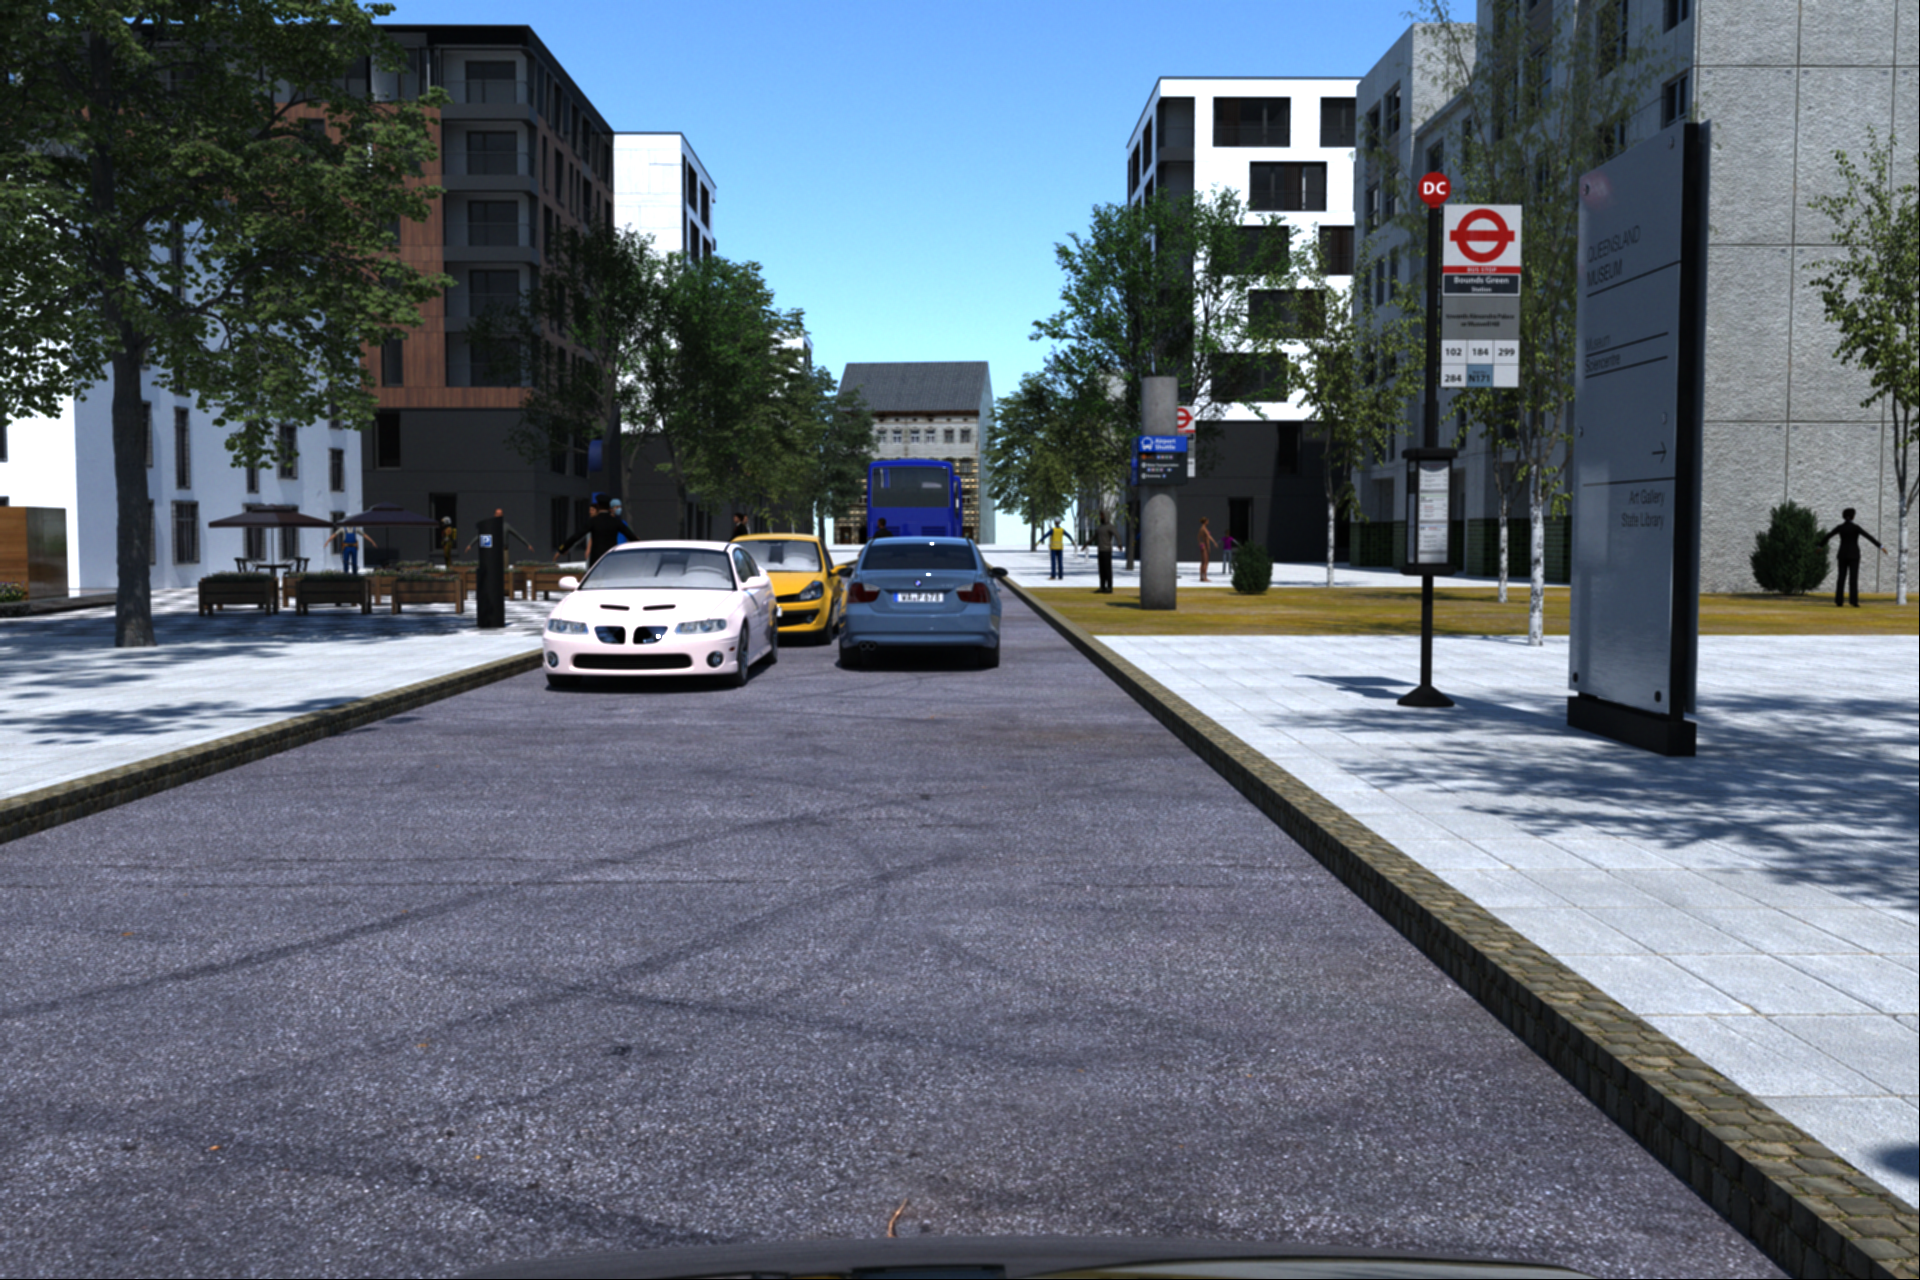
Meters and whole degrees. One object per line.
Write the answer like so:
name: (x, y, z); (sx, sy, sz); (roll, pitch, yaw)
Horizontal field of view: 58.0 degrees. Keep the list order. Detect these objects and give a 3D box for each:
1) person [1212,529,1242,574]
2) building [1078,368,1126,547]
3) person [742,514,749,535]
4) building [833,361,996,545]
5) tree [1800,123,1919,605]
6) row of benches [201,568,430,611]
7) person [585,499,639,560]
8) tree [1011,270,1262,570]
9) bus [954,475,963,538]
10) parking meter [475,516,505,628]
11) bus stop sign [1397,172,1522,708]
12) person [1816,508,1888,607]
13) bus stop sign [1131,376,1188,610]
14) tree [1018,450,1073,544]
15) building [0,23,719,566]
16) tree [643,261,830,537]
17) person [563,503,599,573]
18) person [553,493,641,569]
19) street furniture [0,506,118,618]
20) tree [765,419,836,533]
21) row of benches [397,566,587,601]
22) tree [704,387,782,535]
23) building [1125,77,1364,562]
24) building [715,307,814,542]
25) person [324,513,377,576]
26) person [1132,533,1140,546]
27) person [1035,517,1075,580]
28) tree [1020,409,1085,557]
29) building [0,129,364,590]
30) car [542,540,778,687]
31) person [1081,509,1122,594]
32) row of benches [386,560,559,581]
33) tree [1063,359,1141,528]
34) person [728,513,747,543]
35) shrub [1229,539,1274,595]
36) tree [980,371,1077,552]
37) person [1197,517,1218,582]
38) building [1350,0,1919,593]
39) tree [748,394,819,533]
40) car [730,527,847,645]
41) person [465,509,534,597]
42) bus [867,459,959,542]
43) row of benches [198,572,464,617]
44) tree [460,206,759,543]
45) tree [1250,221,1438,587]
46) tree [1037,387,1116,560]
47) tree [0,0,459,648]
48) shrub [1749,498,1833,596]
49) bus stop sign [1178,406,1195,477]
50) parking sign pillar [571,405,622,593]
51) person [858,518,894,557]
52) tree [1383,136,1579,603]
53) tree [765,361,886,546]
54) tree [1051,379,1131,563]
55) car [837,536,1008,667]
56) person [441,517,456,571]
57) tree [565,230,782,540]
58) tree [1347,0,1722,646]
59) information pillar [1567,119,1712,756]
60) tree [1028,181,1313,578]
person: (8.590, -2.834, 55.603); (0.991, 1.433, 0.599); (1, 4, 14)
building: (22.672, -19.987, 193.238); (16.747, 18.905, 31.486); (0, 4, 0)
person: (-5.772, -2.464, 46.422); (0.704, 1.812, 1.346); (0, 4, 3)
building: (-5.429, -23.628, 219.703); (18.063, 23.208, 19.493); (0, 4, 7)
tree: (17.184, -4.930, 30.961); (4.737, 8.622, 4.395); (0, 3, 0)
row of benches: (-11.297, -0.910, 30.346); (1.422, 0.672, 4.104); (3, 5, 42)
person: (-5.256, -1.247, 26.517); (0.704, 1.817, 1.347); (3, 4, 37)
tree: (6.005, -7.720, 60.640); (8.767, 10.594, 7.601); (0, 4, -3)
bus: (-1.297, -4.681, 68.082); (2.896, 3.916, 12.251); (0, 4, -1)
parking meter: (-6.448, -0.939, 23.764); (0.372, 1.533, 0.369); (0, 3, 0)
bus stop sign: (3.715, -1.479, 12.881); (0.855, 3.939, 0.416); (0, 3, 0)
person: (15.670, -1.453, 30.481); (0.721, 1.740, 1.216); (-3, 5, -39)
bus stop sign: (3.362, -2.463, 29.285); (0.837, 3.901, 0.837); (0, 4, -2)
tree: (10.826, -18.350, 218.144); (7.486, 12.596, 7.792); (0, 3, 0)
building: (-28.047, -14.807, 86.069); (27.936, 21.610, 32.646); (0, 4, -1)
tree: (-9.276, -9.395, 71.732); (7.486, 12.596, 7.792); (0, 3, 0)
person: (-6.215, -1.426, 29.499); (1.347, 1.806, 0.705); (2, 4, 33)
person: (-4.876, -1.087, 23.706); (1.347, 1.837, 0.705); (-2, 4, -24)
street furniture: (-19.149, -1.320, 28.444); (9.812, 1.723, 11.010); (-1, 4, -10)
tree: (-10.222, -9.436, 104.646); (4.360, 8.622, 3.978); (0, 3, 0)
row of benches: (-8.980, -1.117, 33.722); (4.104, 0.672, 1.422); (1, 4, 12)
tree: (-9.942, -7.977, 80.781); (4.737, 8.622, 4.395); (0, 3, 0)
building: (22.699, -15.303, 94.179); (27.936, 21.610, 32.646); (0, 4, -1)
building: (-29.547, -20.007, 171.094); (27.936, 21.610, 32.646); (0, 4, -1)
person: (-16.179, -2.452, 45.952); (1.347, 1.847, 0.705); (-2, 4, -27)
person: (5.821, -2.845, 52.486); (1.349, 1.833, 0.705); (-1, 4, -18)
person: (2.693, -2.585, 48.723); (1.216, 1.772, 0.721); (-1, 4, -20)
tree: (5.254, -9.052, 98.360); (4.737, 8.622, 4.395); (0, 3, 0)
building: (-22.872, -6.603, 50.102); (9.099, 9.664, 28.070); (0, 4, 0)
car: (-2.947, -0.330, 17.763); (2.083, 1.381, 4.827); (0, 4, 0)
person: (3.114, -1.915, 37.440); (0.705, 1.813, 1.348); (-2, 4, -34)
row of benches: (-11.618, -1.567, 41.086); (4.104, 0.672, 1.422); (-1, 4, -11)
tree: (5.905, -7.304, 69.775); (4.737, 8.622, 4.395); (0, 3, 0)
person: (-5.505, -2.248, 42.934); (0.705, 1.806, 1.347); (-2, 4, -27)
shrub: (6.157, -1.558, 36.584); (1.383, 1.207, 1.383); (0, 3, 0)
tree: (4.926, -12.391, 120.727); (7.486, 12.596, 7.792); (0, 3, 0)
person: (6.669, -2.438, 46.672); (0.721, 1.733, 1.217); (-1, 4, -14)
building: (24.043, -11.412, 53.041); (16.747, 18.905, 31.486); (0, 4, 0)
tree: (-9.703, -8.542, 90.017); (4.737, 8.622, 4.395); (0, 3, 0)
car: (-2.510, -0.818, 23.605); (2.015, 1.641, 3.980); (0, 4, 0)
person: (-9.385, -1.776, 35.308); (1.348, 1.796, 0.705); (-1, 4, -18)
bus: (-1.445, -3.930, 55.810); (2.896, 3.916, 12.251); (0, 4, 0)
row of benches: (-10.053, -0.741, 27.579); (4.104, 0.672, 1.422); (-1, 4, -10)
tree: (-9.506, -7.024, 49.257); (8.767, 10.594, 7.601); (-3, 5, -43)
tree: (9.165, -5.572, 41.469); (4.737, 8.622, 4.395); (0, 3, 0)
tree: (5.804, -8.309, 86.217); (4.737, 8.622, 4.395); (0, 3, 0)
tree: (-9.864, -6.196, 19.425); (7.486, 12.596, 7.792); (0, 3, 0)
shrub: (17.248, -1.930, 35.968); (1.690, 2.028, 1.600); (0, 3, 0)
bus stop sign: (4.038, -2.707, 32.961); (0.855, 3.939, 0.416); (0, 4, -1)
parking sign pillar: (-7.273, -2.880, 35.563); (1.447, 3.967, 1.447); (0, 4, 0)
person: (-1.817, -1.913, 39.963); (0.704, 1.802, 1.346); (3, 5, 41)
tree: (10.011, -4.988, 31.918); (4.737, 8.622, 4.395); (0, 3, 0)
tree: (-10.098, -13.443, 126.450); (9.857, 13.997, 8.962); (0, 3, 0)
tree: (5.565, -7.753, 77.125); (4.360, 8.622, 3.978); (0, 3, 0)
car: (-0.438, -0.486, 19.943); (2.014, 1.417, 4.499); (0, 4, 0)
person: (-17.327, -3.221, 58.437); (0.705, 1.858, 1.354); (-1, 4, -18)
tree: (-9.741, -8.207, 59.934); (9.928, 11.665, 9.643); (0, 3, 0)
tree: (6.738, -4.249, 19.836); (4.360, 8.622, 3.978); (0, 3, 0)
information pillar: (4.159, -1.185, 10.697); (0.184, 3.620, 1.656); (0, 3, 0)
tree: (6.015, -7.624, 50.412); (9.928, 11.665, 9.643); (0, 3, 0)
